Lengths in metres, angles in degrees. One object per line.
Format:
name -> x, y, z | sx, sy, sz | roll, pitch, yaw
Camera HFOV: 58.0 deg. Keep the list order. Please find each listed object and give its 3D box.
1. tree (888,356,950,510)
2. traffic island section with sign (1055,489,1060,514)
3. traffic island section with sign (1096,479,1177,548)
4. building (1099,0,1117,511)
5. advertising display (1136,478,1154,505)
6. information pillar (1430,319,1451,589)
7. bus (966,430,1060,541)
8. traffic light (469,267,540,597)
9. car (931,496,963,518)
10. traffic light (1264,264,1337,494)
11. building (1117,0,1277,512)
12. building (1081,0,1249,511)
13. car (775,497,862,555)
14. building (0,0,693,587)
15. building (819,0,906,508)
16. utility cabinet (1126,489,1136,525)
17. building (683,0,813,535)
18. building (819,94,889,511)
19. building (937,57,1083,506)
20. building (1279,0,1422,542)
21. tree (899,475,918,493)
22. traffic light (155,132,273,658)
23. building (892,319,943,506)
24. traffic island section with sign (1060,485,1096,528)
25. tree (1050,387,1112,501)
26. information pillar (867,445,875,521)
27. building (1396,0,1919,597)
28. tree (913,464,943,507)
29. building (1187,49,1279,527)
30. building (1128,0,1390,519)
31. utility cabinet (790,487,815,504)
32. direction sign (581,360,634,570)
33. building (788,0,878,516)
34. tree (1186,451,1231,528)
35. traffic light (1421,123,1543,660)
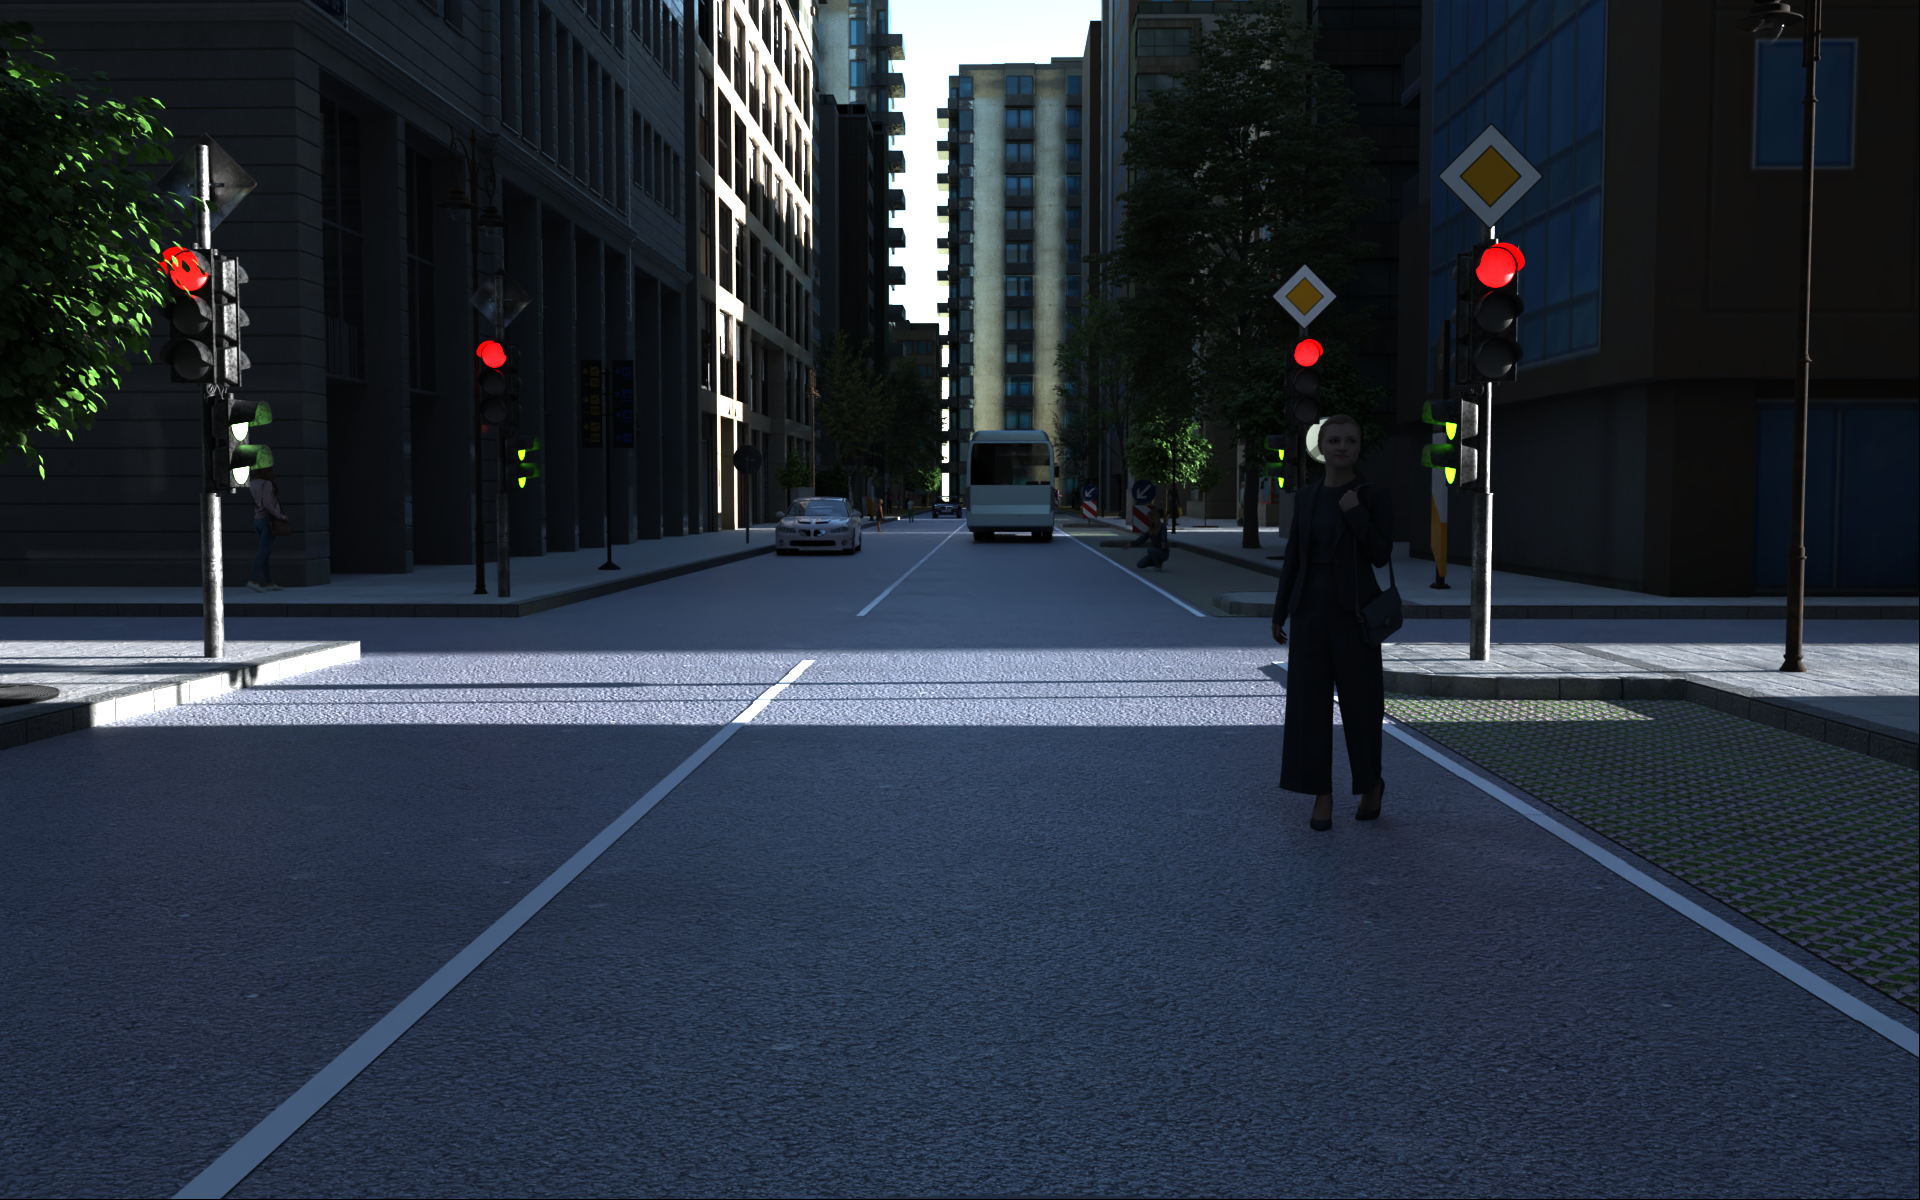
tree -> -4.595, -13.668, 141.600 | 7.486, 12.596, 7.792 | 0, 3, 0
traffic island section with sign -> 6.503, -7.003, 123.134 | 1.989, 1.847, 2.006 | 0, 4, 1
traffic island section with sign -> 4.806, -2.342, 46.913 | 1.989, 1.847, 2.006 | 0, 4, 1
building -> 21.919, -36.606, 140.510 | 21.231, 58.520, 28.212 | 0, 4, 1
advertising display -> 7.181, -3.798, 67.319 | 0.123, 1.923, 0.974 | -2, 4, -34
information pillar -> 6.520, -1.966, 23.498 | 0.183, 3.616, 0.504 | 0, 4, -1
bus -> 1.805, -3.778, 56.633 | 2.948, 3.499, 13.247 | 0, 4, 3
traffic light -> -5.673, -1.992, 21.495 | 0.839, 4.253, 0.868 | 0, 4, 1
car -> -0.765, -5.592, 104.016 | 1.945, 1.354, 3.894 | 0, 4, 2
traffic light -> 4.186, -1.980, 21.292 | 0.839, 4.253, 0.868 | 0, 4, 1
building -> 17.951, -28.704, 119.425 | 14.600, 45.320, 14.200 | 0, 4, 1
building -> 18.627, -31.318, 162.158 | 14.600, 45.320, 14.200 | 0, 4, 1
car -> -3.418, -1.835, 42.370 | 2.083, 1.381, 4.827 | 0, 3, 0
building -> -14.062, -15.921, 37.794 | 11.434, 29.767, 29.804 | 0, 4, 1
building -> -20.436, -32.977, 158.784 | 30.456, 49.044, 23.786 | 0, 4, 1
utility cabinet -> 7.061, -3.845, 71.540 | 0.318, 1.500, 1.173 | 1, 4, 13
building -> -17.491, -16.317, 71.292 | 19.350, 26.468, 34.151 | 0, 4, 1
building -> -12.763, -21.840, 128.791 | 14.160, 30.474, 14.107 | 0, 4, 1
building -> 12.817, -35.054, 192.740 | 30.456, 49.044, 23.786 | 0, 4, 1
building -> 16.484, -17.156, 52.197 | 14.160, 30.474, 14.107 | 0, 4, 1
tree -> -4.367, -9.470, 149.432 | 1.663, 3.219, 1.824 | 0, 3, 0
traffic light -> -5.851, -1.504, 13.511 | 0.839, 4.253, 0.868 | 0, 4, 1
building -> -16.793, -21.523, 196.935 | 28.899, 21.520, 27.650 | 0, 4, 1
traffic island section with sign -> 5.418, -4.021, 74.377 | 1.989, 1.847, 2.006 | 0, 4, 1
tree -> 8.236, -10.259, 118.094 | 4.360, 8.622, 3.978 | 0, 3, 0
information pillar -> -4.268, -5.591, 82.764 | 0.183, 3.616, 0.504 | -2, 4, -33
building -> 15.653, -23.022, 26.516 | 14.200, 45.320, 14.600 | 0, 4, 1
tree -> -3.320, -11.657, 174.297 | 4.285, 4.588, 4.351 | 0, 3, 0
building -> 26.200, -14.475, 81.710 | 27.650, 21.520, 28.899 | 0, 4, 1
building -> 17.200, -20.429, 105.720 | 14.160, 30.474, 14.107 | 0, 4, 1
utility cabinet -> -5.272, -3.015, 57.966 | 0.318, 1.500, 1.173 | 2, 4, 23
direction sign -> -5.956, -2.283, 29.327 | 0.876, 3.537, 0.379 | 0, 4, -2
building -> -21.717, -25.513, 109.025 | 32.217, 40.220, 23.993 | 0, 4, 1
tree -> 9.340, -4.410, 66.710 | 1.663, 3.219, 1.824 | 0, 3, 0
traffic light -> 4.008, -1.492, 13.309 | 0.839, 4.253, 0.868 | 0, 4, 1
